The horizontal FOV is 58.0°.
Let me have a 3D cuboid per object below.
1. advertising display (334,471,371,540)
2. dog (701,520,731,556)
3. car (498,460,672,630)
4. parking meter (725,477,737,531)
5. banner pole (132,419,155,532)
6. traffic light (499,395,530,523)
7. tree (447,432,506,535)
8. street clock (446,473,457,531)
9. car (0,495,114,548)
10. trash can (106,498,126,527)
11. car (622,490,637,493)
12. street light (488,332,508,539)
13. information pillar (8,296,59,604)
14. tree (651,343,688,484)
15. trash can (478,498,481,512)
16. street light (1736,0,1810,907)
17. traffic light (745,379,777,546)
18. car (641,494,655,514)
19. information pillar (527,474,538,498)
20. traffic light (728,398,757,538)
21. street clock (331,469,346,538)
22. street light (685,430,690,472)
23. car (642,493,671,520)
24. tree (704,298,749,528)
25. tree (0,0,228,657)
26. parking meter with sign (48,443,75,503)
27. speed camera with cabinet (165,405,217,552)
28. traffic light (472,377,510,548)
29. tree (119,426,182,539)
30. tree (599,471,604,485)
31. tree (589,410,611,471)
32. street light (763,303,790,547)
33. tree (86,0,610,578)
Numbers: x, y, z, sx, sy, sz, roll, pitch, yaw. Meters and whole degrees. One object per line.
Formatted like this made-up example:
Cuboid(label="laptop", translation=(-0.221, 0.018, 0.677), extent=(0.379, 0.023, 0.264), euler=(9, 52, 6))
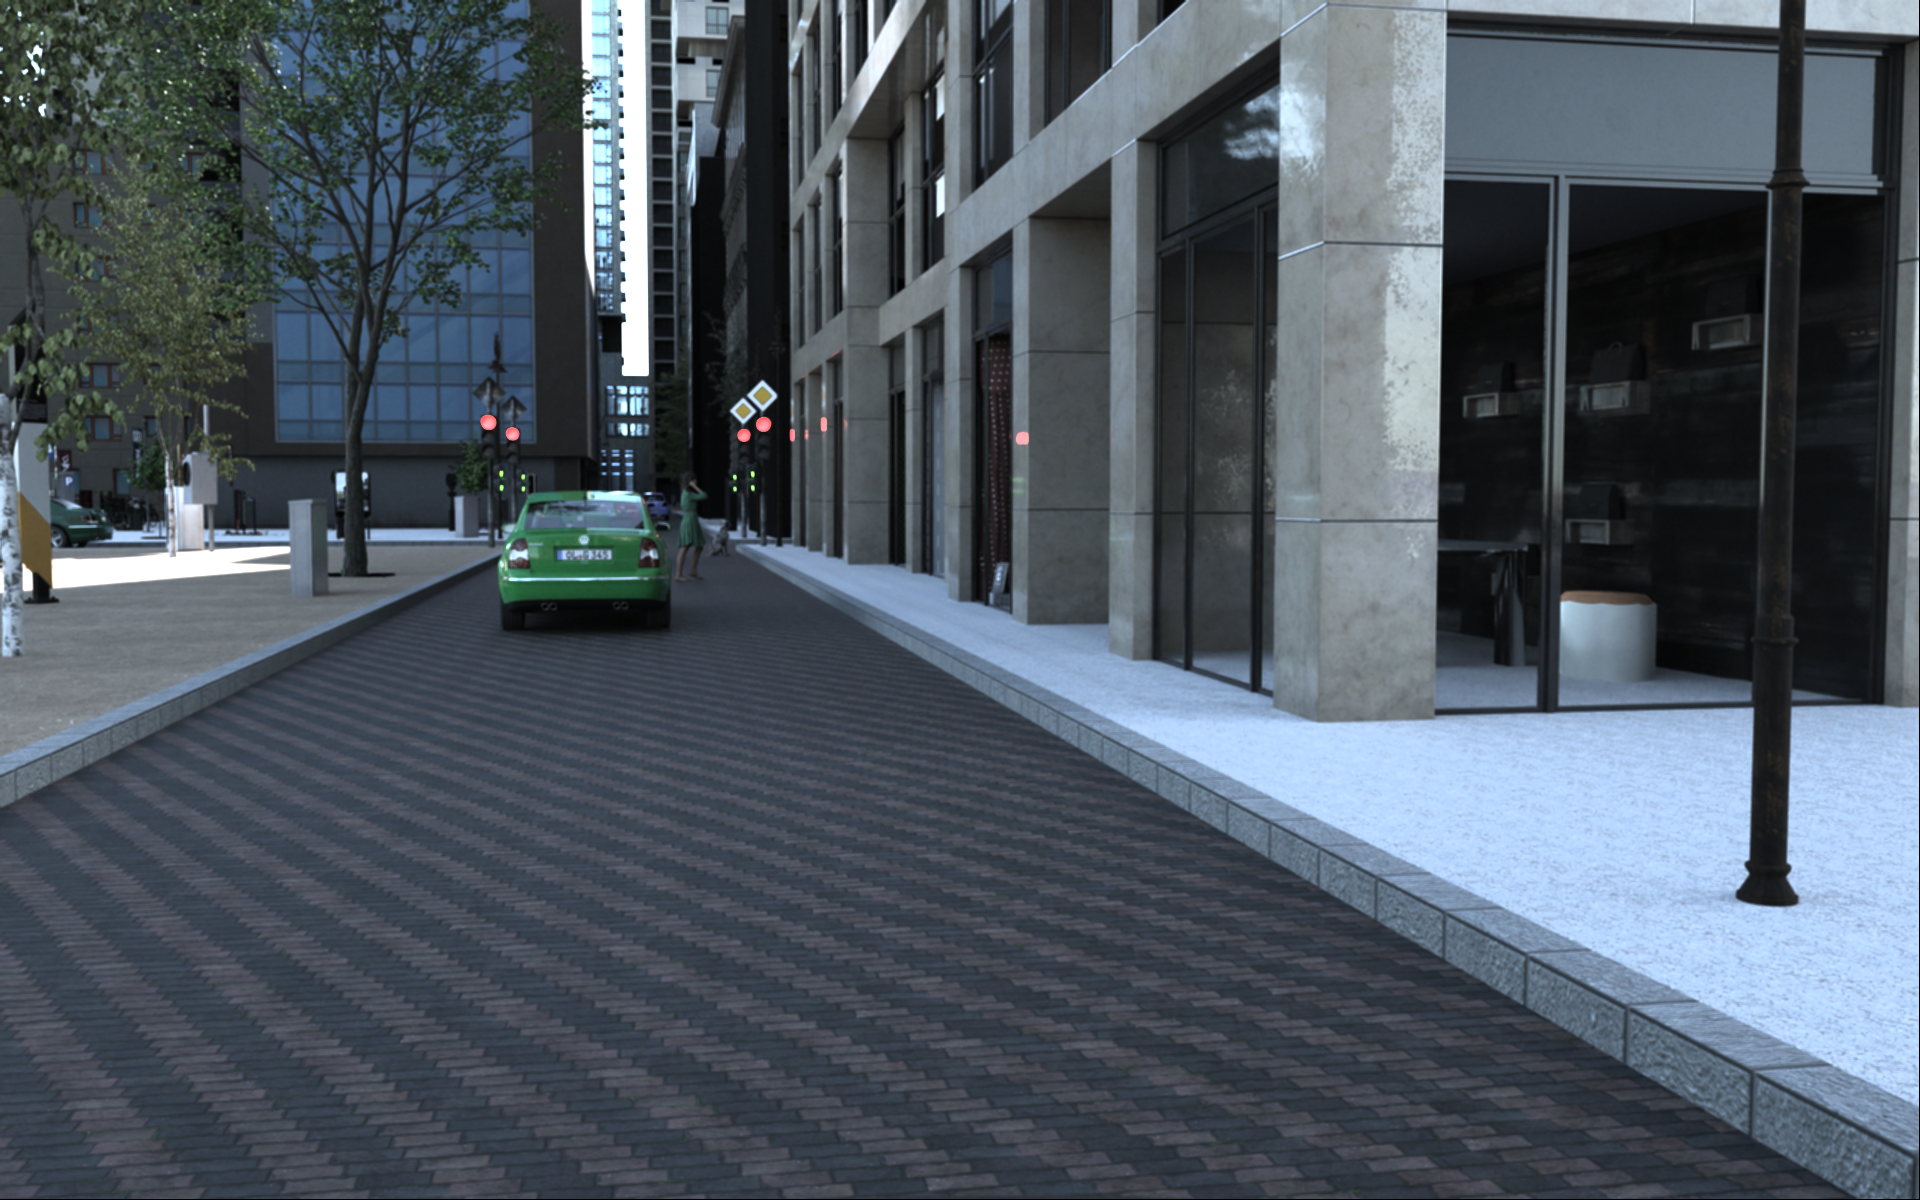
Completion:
Cuboid(label="advertising display", translation=(-17.064, -2.658, 48.679), extent=(0.974, 1.923, 0.123), euler=(0, 4, 0))
Cuboid(label="dog", translation=(-5.710, -1.435, 40.291), extent=(0.800, 0.831, 0.513), euler=(-1, 4, -12))
Cuboid(label="car", translation=(-4.255, -0.670, 19.748), extent=(1.959, 1.807, 4.718), euler=(-1, 4, -11))
Cuboid(label="parking meter", translation=(-7.960, -3.337, 60.265), extent=(0.255, 1.863, 0.399), euler=(3, 4, 36))
Cuboid(label="banner pole", translation=(-27.252, -4.139, 57.693), extent=(0.401, 3.779, 0.863), euler=(1, 4, 14))
Cuboid(label="traffic light", translation=(-12.673, -3.692, 49.280), extent=(0.839, 4.253, 0.868), euler=(-1, 4, -10))
Cuboid(label="tree", translation=(-15.084, -3.627, 53.907), extent=(1.663, 3.219, 1.824), euler=(0, 3, 0))
Cuboid(label="street clock", translation=(-17.600, -3.391, 60.011), extent=(0.358, 2.002, 0.471), euler=(-3, 5, -39))
Cuboid(label="car", translation=(-23.980, -1.938, 43.477), extent=(4.920, 1.459, 2.131), euler=(-1, 4, -10))
Cuboid(label="trash can", translation=(-33.289, -3.468, 68.351), extent=(0.748, 1.137, 0.748), euler=(0, 3, 0))
Cuboid(label="car", translation=(-33.315, -10.143, 174.504), extent=(2.281, 1.827, 5.304), euler=(-1, 4, -8))
Cuboid(label="street light", translation=(-13.169, -4.688, 49.437), extent=(0.468, 5.910, 1.993), euler=(-1, 4, -10))
Cuboid(label="information pillar", translation=(-10.820, -1.763, 20.178), extent=(0.183, 3.616, 0.504), euler=(1, 4, 14))
Cuboid(label="tree", translation=(-19.443, -12.951, 129.879), extent=(7.486, 12.596, 7.792), euler=(0, 3, 0))
Cuboid(label="trash can", translation=(-15.954, -2.732, 56.320), extent=(0.748, 1.137, 0.748), euler=(0, 3, 0))
Cuboid(label="street light", translation=(2.551, -1.988, 5.294), extent=(0.468, 5.910, 1.993), euler=(-1, 4, -10))
Cuboid(label="traffic light", translation=(-4.866, -3.284, 42.619), extent=(0.839, 4.253, 0.868), euler=(-1, 4, -10))
Cuboid(label="car", translation=(-11.832, -3.179, 61.011), extent=(2.155, 1.783, 4.494), euler=(-1, 4, -10))
Cuboid(label="information pillar", translation=(-15.800, -3.641, 64.027), extent=(0.304, 2.012, 0.304), euler=(0, 4, 6))
Cuboid(label="traffic light", translation=(-6.323, -3.765, 50.470), extent=(0.839, 4.253, 0.868), euler=(-1, 4, -10))
Cuboid(label="street clock", translation=(-18.013, -2.801, 50.366), extent=(0.471, 2.002, 0.358), euler=(1, 4, 19))
Cuboid(label="street light", translation=(-19.487, -9.255, 124.106), extent=(0.468, 5.910, 1.993), euler=(-1, 4, -10))
Cuboid(label="car", translation=(-16.943, -5.270, 95.749), extent=(1.945, 1.707, 3.694), euler=(-1, 4, -9))
Cuboid(label="tree", translation=(-7.812, -7.019, 65.123), extent=(4.360, 8.622, 3.978), euler=(0, 3, 0))
Cuboid(label="tree", translation=(-7.557, -3.844, 13.219), extent=(4.737, 8.622, 4.395), euler=(0, 3, 0))
Cuboid(label="parking meter with sign", translation=(-30.224, -3.796, 58.332), extent=(1.738, 3.016, 0.543), euler=(2, 4, 30))
Cuboid(label="speed camera with cabinet", translation=(-17.243, -2.719, 38.794), extent=(0.660, 3.252, 2.038), euler=(-3, 5, -40))
Cuboid(label="traffic light", translation=(-11.216, -3.211, 41.428), extent=(0.839, 4.253, 0.868), euler=(-1, 4, -10))
Cuboid(label="tree", translation=(-23.044, -3.378, 49.836), extent=(1.663, 3.219, 1.824), euler=(0, 3, 0))
Cuboid(label="tree", translation=(-36.412, -11.313, 168.687), extent=(4.285, 4.588, 4.351), euler=(0, 3, 0))
Cuboid(label="tree", translation=(-26.010, -10.262, 118.148), extent=(4.360, 8.622, 3.978), euler=(0, 3, 0))
Cuboid(label="street light", translation=(-4.411, -4.240, 42.116), extent=(0.468, 5.910, 1.993), euler=(-1, 4, -10))
Cuboid(label="tree", translation=(-9.261, -6.173, 26.685), extent=(9.928, 11.665, 9.643), euler=(0, 3, 0))
